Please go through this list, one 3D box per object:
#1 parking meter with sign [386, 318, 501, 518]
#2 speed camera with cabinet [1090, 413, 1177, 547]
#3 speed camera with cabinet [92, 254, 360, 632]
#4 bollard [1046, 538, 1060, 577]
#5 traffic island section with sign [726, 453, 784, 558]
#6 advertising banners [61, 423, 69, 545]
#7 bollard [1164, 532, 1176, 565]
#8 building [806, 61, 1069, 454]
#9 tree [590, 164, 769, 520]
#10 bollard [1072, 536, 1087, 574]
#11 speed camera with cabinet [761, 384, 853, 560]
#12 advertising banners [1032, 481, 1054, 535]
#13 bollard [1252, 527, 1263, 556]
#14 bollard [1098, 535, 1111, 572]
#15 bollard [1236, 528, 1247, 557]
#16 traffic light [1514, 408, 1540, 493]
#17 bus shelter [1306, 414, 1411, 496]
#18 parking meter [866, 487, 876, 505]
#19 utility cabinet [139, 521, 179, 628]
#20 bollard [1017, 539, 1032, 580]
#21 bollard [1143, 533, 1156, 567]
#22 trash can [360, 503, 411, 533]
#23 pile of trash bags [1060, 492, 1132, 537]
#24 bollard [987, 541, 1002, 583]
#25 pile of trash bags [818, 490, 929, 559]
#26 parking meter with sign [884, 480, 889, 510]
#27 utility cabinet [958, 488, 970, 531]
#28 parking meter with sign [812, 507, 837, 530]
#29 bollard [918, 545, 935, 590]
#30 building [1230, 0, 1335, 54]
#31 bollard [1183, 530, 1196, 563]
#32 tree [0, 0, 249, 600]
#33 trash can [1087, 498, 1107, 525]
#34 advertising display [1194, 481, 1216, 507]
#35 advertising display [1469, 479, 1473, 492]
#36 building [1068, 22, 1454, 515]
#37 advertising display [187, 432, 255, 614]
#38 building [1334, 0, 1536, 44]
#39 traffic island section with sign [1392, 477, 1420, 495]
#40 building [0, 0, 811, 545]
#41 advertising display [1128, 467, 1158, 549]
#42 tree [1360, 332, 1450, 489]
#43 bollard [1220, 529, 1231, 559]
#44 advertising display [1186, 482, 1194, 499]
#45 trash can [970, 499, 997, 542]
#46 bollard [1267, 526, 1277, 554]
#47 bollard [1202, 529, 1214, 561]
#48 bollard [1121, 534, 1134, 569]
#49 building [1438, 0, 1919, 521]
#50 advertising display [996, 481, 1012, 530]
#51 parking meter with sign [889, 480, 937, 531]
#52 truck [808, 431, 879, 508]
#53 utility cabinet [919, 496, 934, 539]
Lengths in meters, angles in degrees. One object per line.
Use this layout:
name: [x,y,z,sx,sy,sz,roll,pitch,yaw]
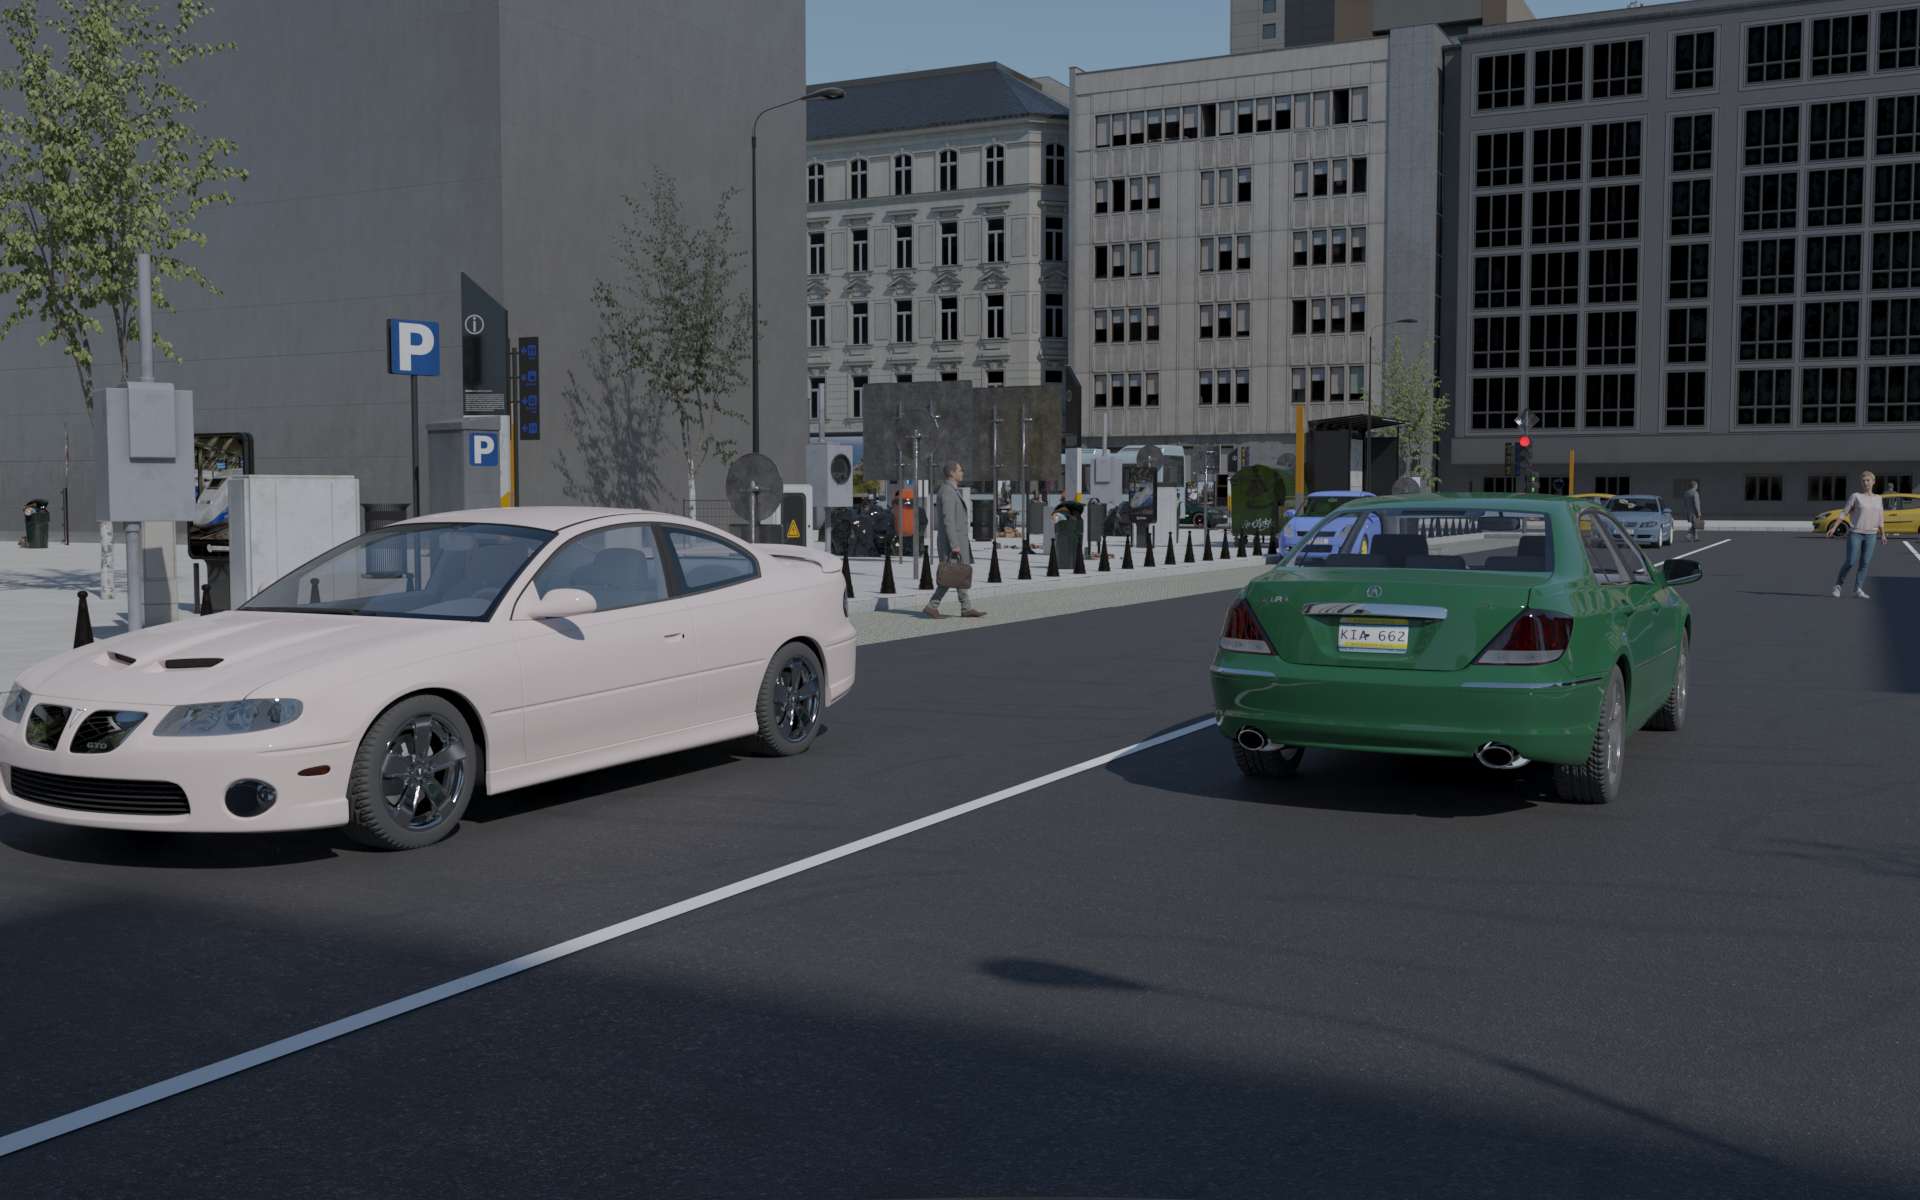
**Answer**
parking meter with sign: [-4.857,-1.263,16.918,1.738,3.016,0.543,3,5,41]
speed camera with cabinet: [4.246,-2.937,42.357,2.038,3.252,0.660,1,4,19]
speed camera with cabinet: [-6.305,-1.261,14.957,2.038,3.252,0.660,-3,4,-38]
bollard: [1.444,-0.664,26.893,0.229,0.601,0.229,0,3,0]
traffic island section with sign: [-2.233,-0.450,15.985,1.989,1.847,2.006,2,4,27]
advertising banners: [-22.430,-2.889,43.416,0.090,3.025,2.074,-2,4,-31]
bollard: [3.820,-0.943,31.460,0.229,0.601,0.229,0,3,0]
building: [-9.491,-20.660,114.206,44.131,29.872,17.030,2,4,27]
tree: [-6.079,-5.404,38.715,4.360,8.622,3.978,0,3,0]
bollard: [1.920,-0.719,27.804,0.229,0.601,0.229,0,3,0]
speed camera with cabinet: [-2.749,-2.208,30.432,0.660,3.252,2.038,3,4,37]
advertising banners: [2.690,-3.618,55.348,0.090,3.025,2.074,1,4,22]
bollard: [6.189,-1.222,36.027,0.229,0.601,0.229,0,3,0]
bollard: [2.393,-0.775,28.715,0.229,0.601,0.229,0,3,0]
bollard: [5.713,-1.167,35.117,0.229,0.601,0.229,0,3,0]
traffic light: [18.382,-4.118,56.247,0.839,4.253,0.868,2,4,27]
bus shelter: [12.424,-3.827,53.852,1.731,3.624,6.357,2,4,27]
parking meter: [-3.294,-3.424,64.396,0.372,1.533,0.369,0,3,0]
utility cabinet: [-7.828,-0.496,16.789,0.318,1.500,1.173,-2,4,-32]
bollard: [0.969,-0.608,25.977,0.229,0.601,0.229,0,3,0]
bollard: [3.344,-0.887,30.549,0.229,0.601,0.229,0,3,0]
trash can: [-8.738,-0.900,26.374,0.748,1.137,0.748,0,3,0]
pile of trash bags: [4.756,-2.633,52.794,3.447,1.369,1.912,0,4,-3]
bollard: [0.500,-0.552,25.063,0.229,0.601,0.229,0,3,0]
pile of trash bags: [-1.550,-1.584,35.645,1.912,1.369,3.447,-1,4,-20]
parking meter with sign: [-6.058,-9.051,144.249,1.738,3.016,0.543,-3,5,-42]
utility cabinet: [-0.049,-3.161,60.354,0.318,1.500,1.173,-2,4,-27]
parking meter with sign: [-4.903,-3.996,61.600,1.738,3.016,0.543,-3,4,-38]
bollard: [-0.453,-0.440,23.237,0.229,0.601,0.229,0,3,0]
building: [43.248,-46.247,194.397,20.611,71.187,20.563,2,4,27]
bollard: [4.290,-0.999,32.372,0.229,0.601,0.229,0,3,0]
tree: [-10.441,-4.297,20.625,4.737,8.622,4.395,0,3,0]
trash can: [4.579,-2.806,57.525,0.748,1.137,0.748,0,3,0]
advertising display: [11.809,-4.765,83.116,0.974,1.923,0.123,3,5,40]
advertising display: [22.385,-4.326,75.943,0.123,1.923,0.974,1,4,15]
building: [17.618,-17.068,97.088,19.932,24.808,12.078,2,4,27]
advertising display: [-7.798,-0.799,18.276,0.974,1.923,0.123,2,4,30]
building: [41.595,-30.656,151.338,14.600,45.320,14.200,2,4,27]
traffic island section with sign: [10.208,-1.916,39.951,1.989,1.847,2.006,2,4,27]
building: [-20.116,-14.190,51.080,30.058,24.678,14.314,2,4,27]
advertising display: [4.342,-2.197,41.137,0.123,1.923,0.974,-2,4,-32]
tree: [20.072,-7.797,77.836,4.737,8.622,4.395,0,3,0]
bollard: [5.239,-1.111,34.202,0.229,0.601,0.229,0,3,0]
advertising display: [12.354,-5.238,90.862,0.974,1.923,0.123,-1,4,-14]
trash can: [0.635,-2.147,46.751,0.748,1.137,0.748,0,3,0]
bollard: [6.662,-1.278,36.939,0.229,0.601,0.229,0,3,0]
bollard: [4.768,-1.055,33.290,0.229,0.601,0.229,0,3,0]
bollard: [2.869,-0.832,29.638,0.229,0.601,0.229,0,3,0]
building: [37.759,-18.019,88.122,24.014,27.812,14.314,2,4,27]
advertising display: [1.430,-3.198,57.494,0.123,1.923,0.974,2,4,30]
parking meter with sign: [-1.514,-3.948,60.814,1.738,3.016,0.543,0,4,4]
truck: [-8.000,-5.623,80.846,11.283,4.237,2.839,2,4,28]
utility cabinet: [-1.208,-2.398,50.369,0.306,1.237,1.020,-3,5,-43]
